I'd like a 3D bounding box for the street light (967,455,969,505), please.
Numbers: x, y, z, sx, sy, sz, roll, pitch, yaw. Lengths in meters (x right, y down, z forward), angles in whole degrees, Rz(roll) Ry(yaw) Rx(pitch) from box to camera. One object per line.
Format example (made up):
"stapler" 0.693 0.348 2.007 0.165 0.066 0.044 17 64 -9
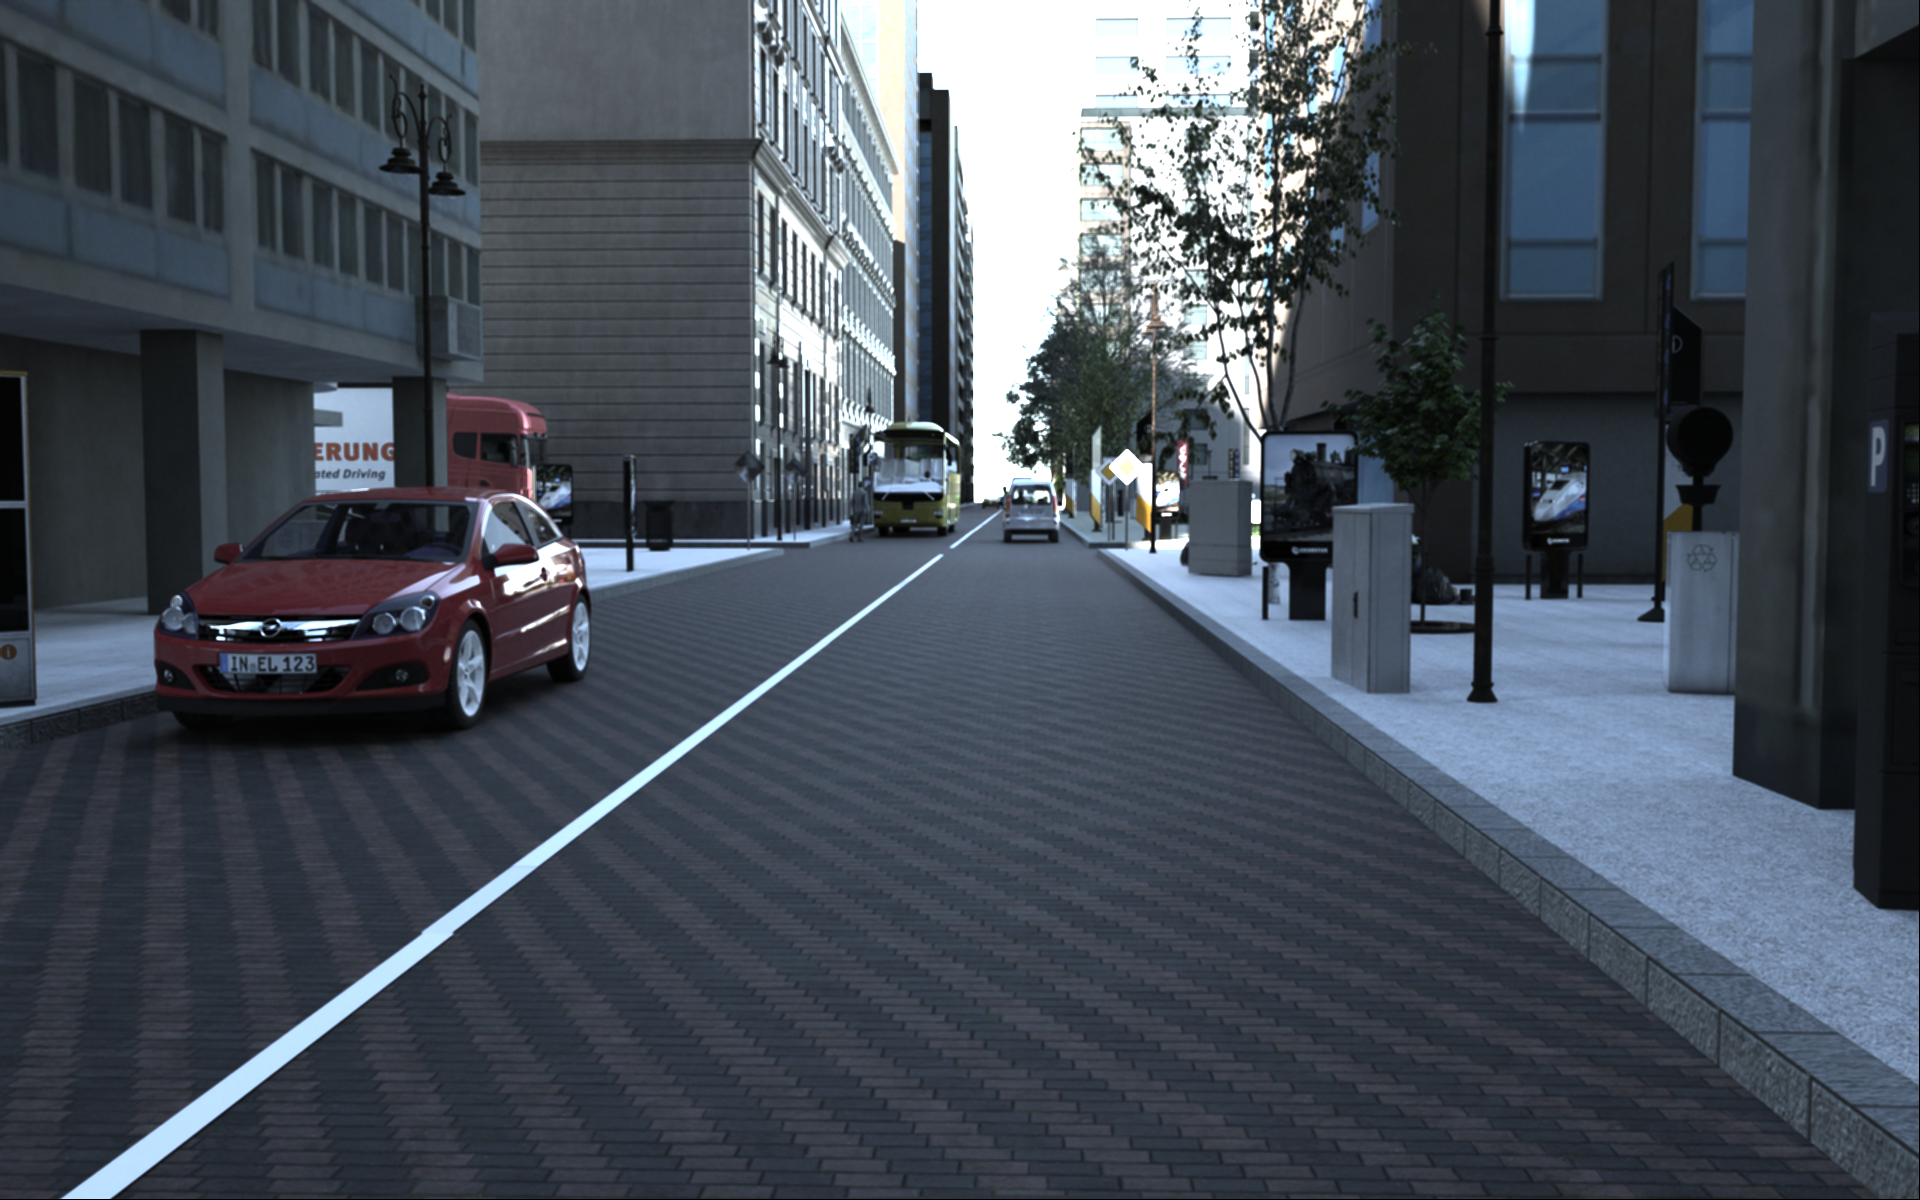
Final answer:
"street light" 0.897 -14.350 207.404 0.468 5.910 1.993 0 4 2

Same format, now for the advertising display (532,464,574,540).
"advertising display" -8.709 -1.949 37.077 0.123 1.923 0.974 3 5 40

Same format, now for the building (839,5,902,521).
"building" -13.011 -19.486 95.015 17.030 29.872 44.131 0 4 2

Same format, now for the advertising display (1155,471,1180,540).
"advertising display" 5.733 -2.636 48.307 0.974 1.923 0.123 -3 4 -36

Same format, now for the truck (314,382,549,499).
"truck" -15.424 -3.338 43.494 11.283 4.237 2.839 0 4 1

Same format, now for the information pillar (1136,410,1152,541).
"information pillar" 5.077 -3.428 47.396 0.504 3.616 0.183 1 4 9

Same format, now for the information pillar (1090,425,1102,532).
"information pillar" 4.625 -4.138 59.008 0.183 3.616 0.504 3 5 45

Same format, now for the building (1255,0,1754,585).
"building" 13.154 -23.216 29.695 14.600 45.320 14.200 0 4 2

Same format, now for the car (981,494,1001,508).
"car" 3.125 -10.105 175.442 2.015 1.641 3.980 0 4 2

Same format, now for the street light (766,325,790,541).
"street light" -4.980 -4.578 47.633 0.468 5.910 1.993 0 4 2

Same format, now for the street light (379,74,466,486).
"street light" -6.053 -2.868 19.678 0.468 5.910 1.993 0 4 2

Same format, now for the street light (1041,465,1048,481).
"street light" 11.007 -15.538 226.830 0.468 5.910 1.993 0 4 2

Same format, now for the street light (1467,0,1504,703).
"street light" 3.233 -2.309 10.546 0.468 5.910 1.993 0 4 2

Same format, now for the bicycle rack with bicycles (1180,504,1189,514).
"bicycle rack with bicycles" 12.346 -4.731 90.740 2.925 0.926 2.852 2 4 27

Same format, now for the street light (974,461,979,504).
"street light" 1.942 -16.023 234.757 0.468 5.910 1.993 0 4 2

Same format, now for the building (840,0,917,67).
"building" -10.518 -29.310 129.335 14.600 45.320 14.200 0 4 2

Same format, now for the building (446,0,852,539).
"building" -11.015 -16.097 60.444 12.463 27.353 25.104 0 4 2

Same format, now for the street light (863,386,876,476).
"street light" -3.890 -6.225 74.569 0.468 5.910 1.993 0 4 2

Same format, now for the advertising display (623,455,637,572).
"advertising display" -5.519 -1.454 28.986 0.123 1.923 0.974 0 4 -5

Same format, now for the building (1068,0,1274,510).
"building" 20.046 -37.352 152.705 21.231 58.520 28.212 0 4 2

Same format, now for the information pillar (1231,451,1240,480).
"information pillar" 15.004 -6.302 94.397 0.504 3.616 0.183 -1 4 -10

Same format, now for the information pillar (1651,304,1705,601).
"information pillar" 8.557 -1.789 20.603 0.183 3.616 0.504 -3 5 -45

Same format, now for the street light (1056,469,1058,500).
"street light" 8.032 -10.453 143.701 0.468 5.910 1.993 0 4 2

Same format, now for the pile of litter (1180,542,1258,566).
"pile of litter" 4.693 -1.059 31.286 1.719 0.858 1.176 -2 4 -25

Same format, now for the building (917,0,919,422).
"building" -12.308 -44.773 170.288 20.563 71.187 20.611 0 4 2

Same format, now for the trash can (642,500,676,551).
"trash can" -6.787 -1.679 39.104 0.748 1.137 0.748 0 3 0

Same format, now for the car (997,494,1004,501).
"car" 6.704 -16.023 270.778 1.959 1.807 4.718 0 4 1

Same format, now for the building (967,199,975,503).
"building" -8.679 -39.507 269.643 21.300 48.544 21.600 0 4 2

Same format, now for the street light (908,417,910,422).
"street light" -3.001 -7.904 102.015 0.468 5.910 1.993 0 4 2

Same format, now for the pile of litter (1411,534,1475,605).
"pile of litter" 5.437 -0.408 20.631 1.176 0.858 1.719 -2 4 -31

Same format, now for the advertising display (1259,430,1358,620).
"advertising display" 3.537 -0.757 17.593 0.974 1.923 0.123 1 4 10

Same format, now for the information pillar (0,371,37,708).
"information pillar" -5.805 -0.364 10.439 0.304 2.012 0.304 3 5 45

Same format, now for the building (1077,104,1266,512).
"building" 15.957 -22.072 132.575 14.160 30.474 14.107 0 4 2

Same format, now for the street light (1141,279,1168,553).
"street light" 4.195 -3.957 37.487 0.468 5.910 1.993 0 4 2

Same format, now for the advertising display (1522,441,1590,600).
"advertising display" 7.287 -0.976 21.178 0.974 1.923 0.123 -2 4 -26

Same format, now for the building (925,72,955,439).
"building" -7.737 -32.921 188.373 14.600 45.320 14.200 0 4 2

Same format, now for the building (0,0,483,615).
"building" -19.110 -20.045 19.612 23.993 40.220 32.217 0 4 2

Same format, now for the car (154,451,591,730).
"car" -3.829 -0.174 11.888 2.155 1.783 4.494 0 4 2

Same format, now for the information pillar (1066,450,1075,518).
"information pillar" 5.897 -6.206 92.822 0.504 3.616 0.183 2 4 32
